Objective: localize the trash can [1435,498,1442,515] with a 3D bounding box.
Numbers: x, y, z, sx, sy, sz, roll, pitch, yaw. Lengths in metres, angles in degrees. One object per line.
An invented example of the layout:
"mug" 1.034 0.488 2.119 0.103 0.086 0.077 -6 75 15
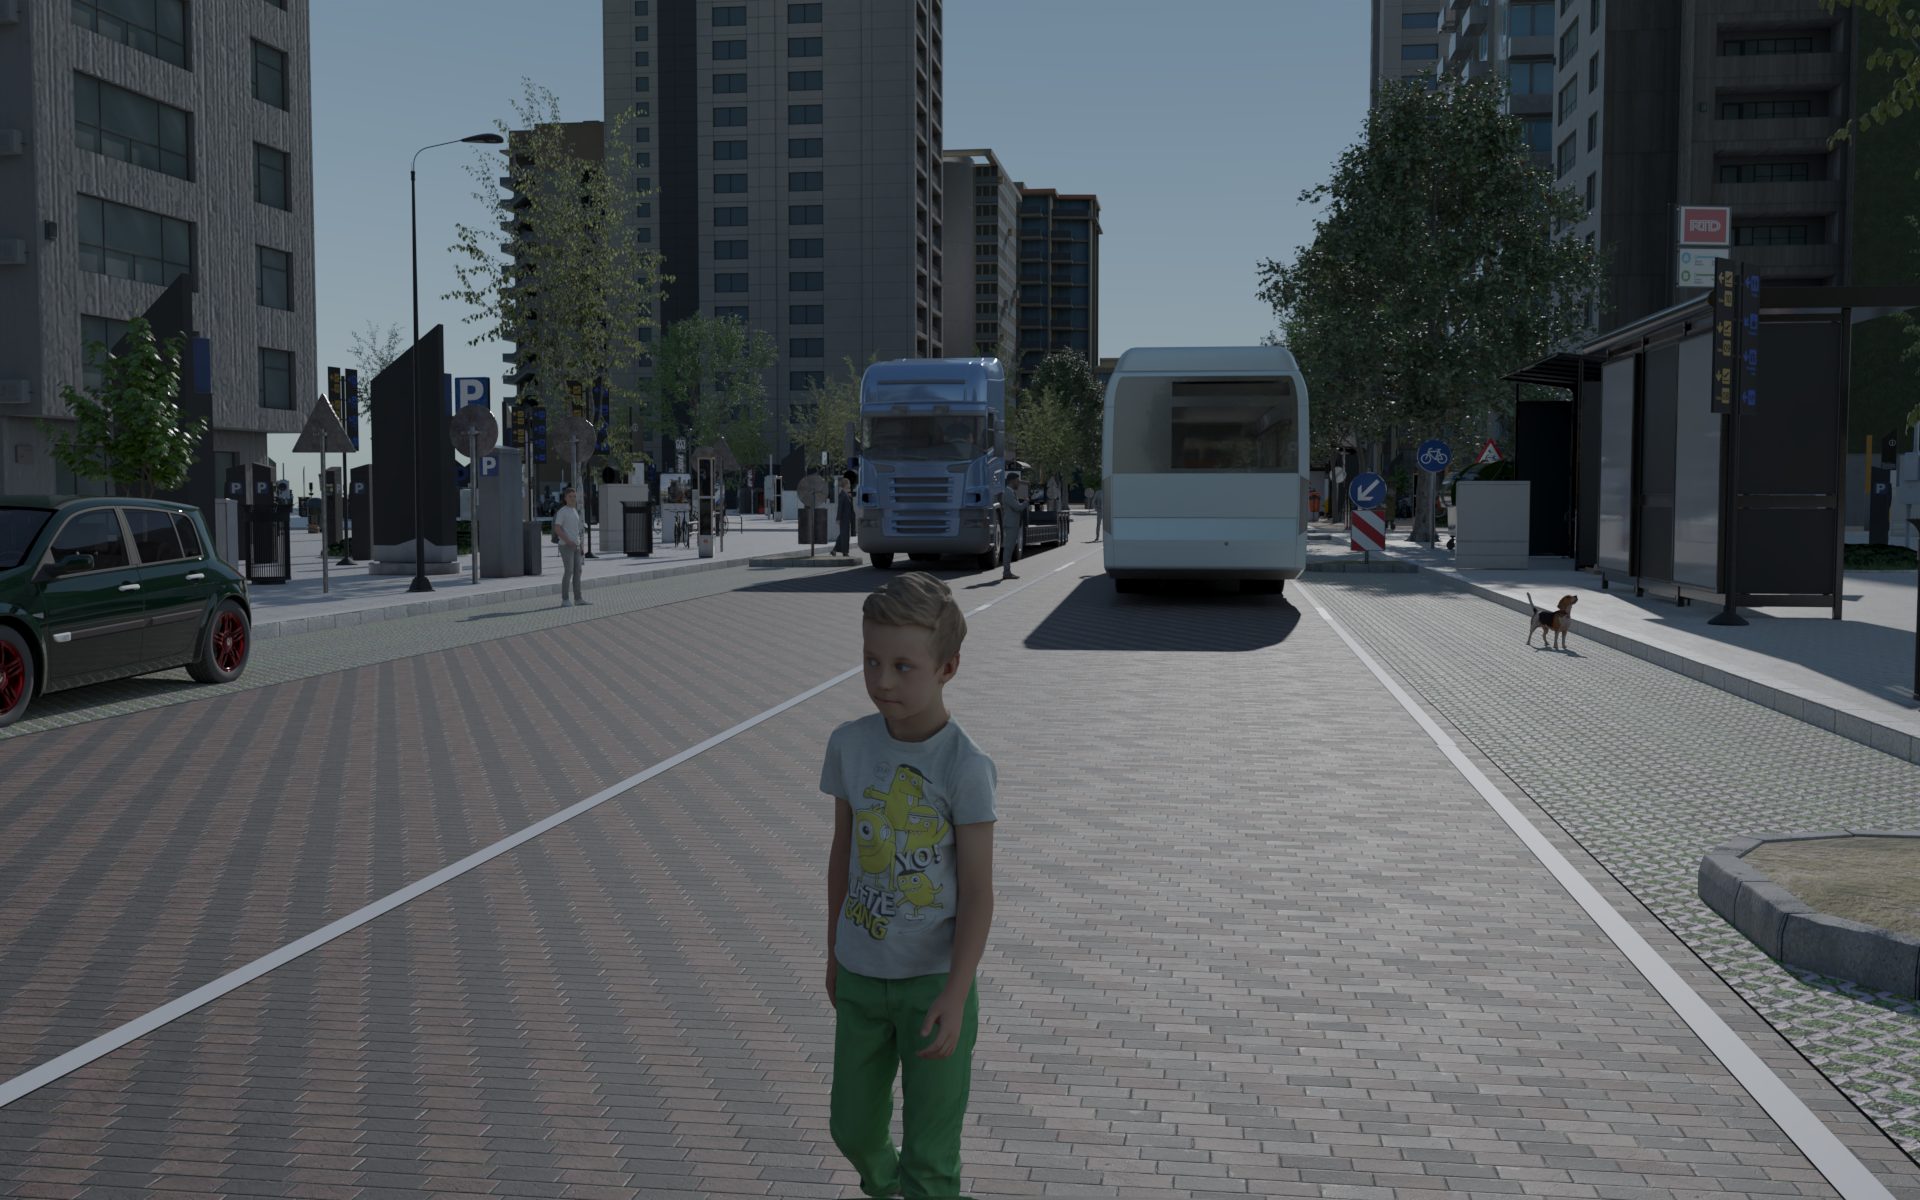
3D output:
"trash can" 28.826 -5.676 104.459 0.748 1.137 0.748 0 3 0

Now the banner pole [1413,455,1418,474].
"banner pole" 29.553 -7.480 112.319 0.863 3.779 0.401 -2 4 -35

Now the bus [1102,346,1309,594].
"bus" 3.846 -2.038 28.187 2.948 3.499 13.247 0 4 7

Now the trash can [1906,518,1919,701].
"trash can" 5.964 0.090 10.179 0.748 1.137 0.748 0 3 0

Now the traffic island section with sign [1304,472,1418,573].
"traffic island section with sign" 7.405 -1.442 32.207 1.989 1.847 2.006 1 4 8

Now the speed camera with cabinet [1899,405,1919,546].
"speed camera with cabinet" 21.609 -2.661 37.838 0.660 3.252 2.038 -1 4 -22

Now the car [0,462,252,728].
"car" -6.510 -0.123 11.797 2.009 1.686 4.222 0 4 7

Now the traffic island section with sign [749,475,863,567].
"traffic island section with sign" -3.015 -1.593 34.666 1.989 1.847 2.006 1 4 8

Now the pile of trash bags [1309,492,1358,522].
"pile of trash bags" 17.628 -4.246 79.177 3.447 1.369 1.912 1 4 18

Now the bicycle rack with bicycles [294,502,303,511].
"bicycle rack with bicycles" -50.174 -7.404 134.439 2.925 0.926 2.852 -2 4 -23

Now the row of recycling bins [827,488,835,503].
"row of recycling bins" -8.236 -6.944 120.641 3.534 1.692 1.069 2 4 33

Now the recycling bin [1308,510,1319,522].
"recycling bin" 16.355 -4.210 81.380 0.722 1.027 0.722 -2 4 -27

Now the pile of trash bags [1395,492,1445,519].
"pile of trash bags" 24.410 -4.971 91.033 1.912 1.369 3.447 -2 4 -25

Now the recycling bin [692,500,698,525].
"recycling bin" -11.407 -3.720 73.371 0.722 1.027 0.722 1 4 18

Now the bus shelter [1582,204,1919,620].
"bus shelter" 9.279 -2.700 21.779 2.179 5.291 8.768 0 4 8

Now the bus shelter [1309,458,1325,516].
"bus shelter" 20.566 -6.405 98.646 2.014 3.302 5.546 1 4 8

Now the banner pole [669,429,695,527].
"banner pole" -10.579 -4.683 66.578 0.863 3.779 0.401 -2 4 -33

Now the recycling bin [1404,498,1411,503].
"recycling bin" 29.776 -6.343 116.257 0.722 1.027 0.722 -1 4 -12

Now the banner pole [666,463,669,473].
"banner pole" -23.113 -9.038 137.785 0.863 3.779 0.401 -2 4 -33

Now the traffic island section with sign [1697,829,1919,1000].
"traffic island section with sign" 3.540 0.190 5.529 1.989 1.847 2.006 1 4 8

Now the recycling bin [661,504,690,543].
"recycling bin" -7.592 -2.054 46.130 0.722 1.027 0.722 -1 4 -11

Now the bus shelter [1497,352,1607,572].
"bus shelter" 11.159 -2.467 31.620 1.731 3.624 6.357 1 4 8

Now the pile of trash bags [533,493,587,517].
"pile of trash bags" -22.518 -5.300 96.409 3.447 1.369 1.912 -1 4 -20

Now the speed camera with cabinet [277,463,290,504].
"speed camera with cabinet" -43.546 -7.049 109.580 2.038 3.252 0.660 -1 4 -12

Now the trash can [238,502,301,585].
"trash can" -9.841 -0.793 24.615 0.748 1.137 0.748 0 3 0

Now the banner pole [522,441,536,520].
"banner pole" -17.825 -5.027 72.216 0.401 3.779 0.863 -3 4 -39

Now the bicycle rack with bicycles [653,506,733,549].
"bicycle rack with bicycles" -7.148 -1.731 41.683 2.852 0.926 2.925 0 4 0

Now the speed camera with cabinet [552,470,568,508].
"speed camera with cabinet" -32.277 -8.922 140.208 0.660 3.252 2.038 1 4 15

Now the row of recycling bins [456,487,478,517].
"row of recycling bins" -28.229 -5.421 95.743 3.534 1.692 1.069 0 4 2

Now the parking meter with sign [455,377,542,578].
"parking meter with sign" -7.051 -1.860 26.675 0.543 3.016 1.738 1 4 15

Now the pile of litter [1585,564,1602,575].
"pile of litter" 10.637 -0.827 27.488 1.176 0.858 1.719 0 4 1

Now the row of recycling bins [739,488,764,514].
"row of recycling bins" -12.704 -6.497 113.331 3.534 1.692 1.069 -1 4 -19

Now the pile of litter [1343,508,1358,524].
"pile of litter" 16.907 -3.664 73.868 1.176 0.858 1.719 1 4 9

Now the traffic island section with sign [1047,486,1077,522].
"traffic island section with sign" 4.802 -4.901 88.759 1.989 1.847 2.006 1 4 8

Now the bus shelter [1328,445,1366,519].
"bus shelter" 18.805 -5.733 85.020 1.731 3.624 6.357 0 4 8

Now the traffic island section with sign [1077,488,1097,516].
"traffic island section with sign" 8.672 -6.533 115.436 1.989 1.847 2.006 1 4 8

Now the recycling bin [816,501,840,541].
"recycling bin" -3.417 -2.122 47.245 0.722 1.027 0.722 1 4 10

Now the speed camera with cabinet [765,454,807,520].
"speed camera with cabinet" -8.731 -5.618 86.197 2.038 3.252 0.660 2 4 31

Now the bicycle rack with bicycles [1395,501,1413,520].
"bicycle rack with bicycles" 22.241 -4.515 87.205 2.852 0.926 2.925 0 4 0

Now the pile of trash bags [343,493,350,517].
"pile of trash bags" -31.807 -4.993 91.381 3.447 1.369 1.912 1 4 10

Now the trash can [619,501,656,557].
"trash can" -6.601 -1.458 35.492 0.748 1.137 0.748 0 3 0

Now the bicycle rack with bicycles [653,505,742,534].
"bicycle rack with bicycles" -8.272 -2.592 55.756 2.852 0.926 2.925 -2 4 -34

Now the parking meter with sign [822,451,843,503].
"parking meter with sign" -4.765 -4.591 71.318 1.738 3.016 0.543 -2 4 -26

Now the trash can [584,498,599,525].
"trash can" -15.300 -3.691 72.005 0.748 1.137 0.748 0 3 0

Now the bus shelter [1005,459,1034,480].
"bus shelter" 3.181 -6.731 103.979 2.014 3.302 5.546 0 4 8

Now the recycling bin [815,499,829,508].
"recycling bin" -7.502 -4.946 93.417 0.722 1.027 0.722 1 4 22
